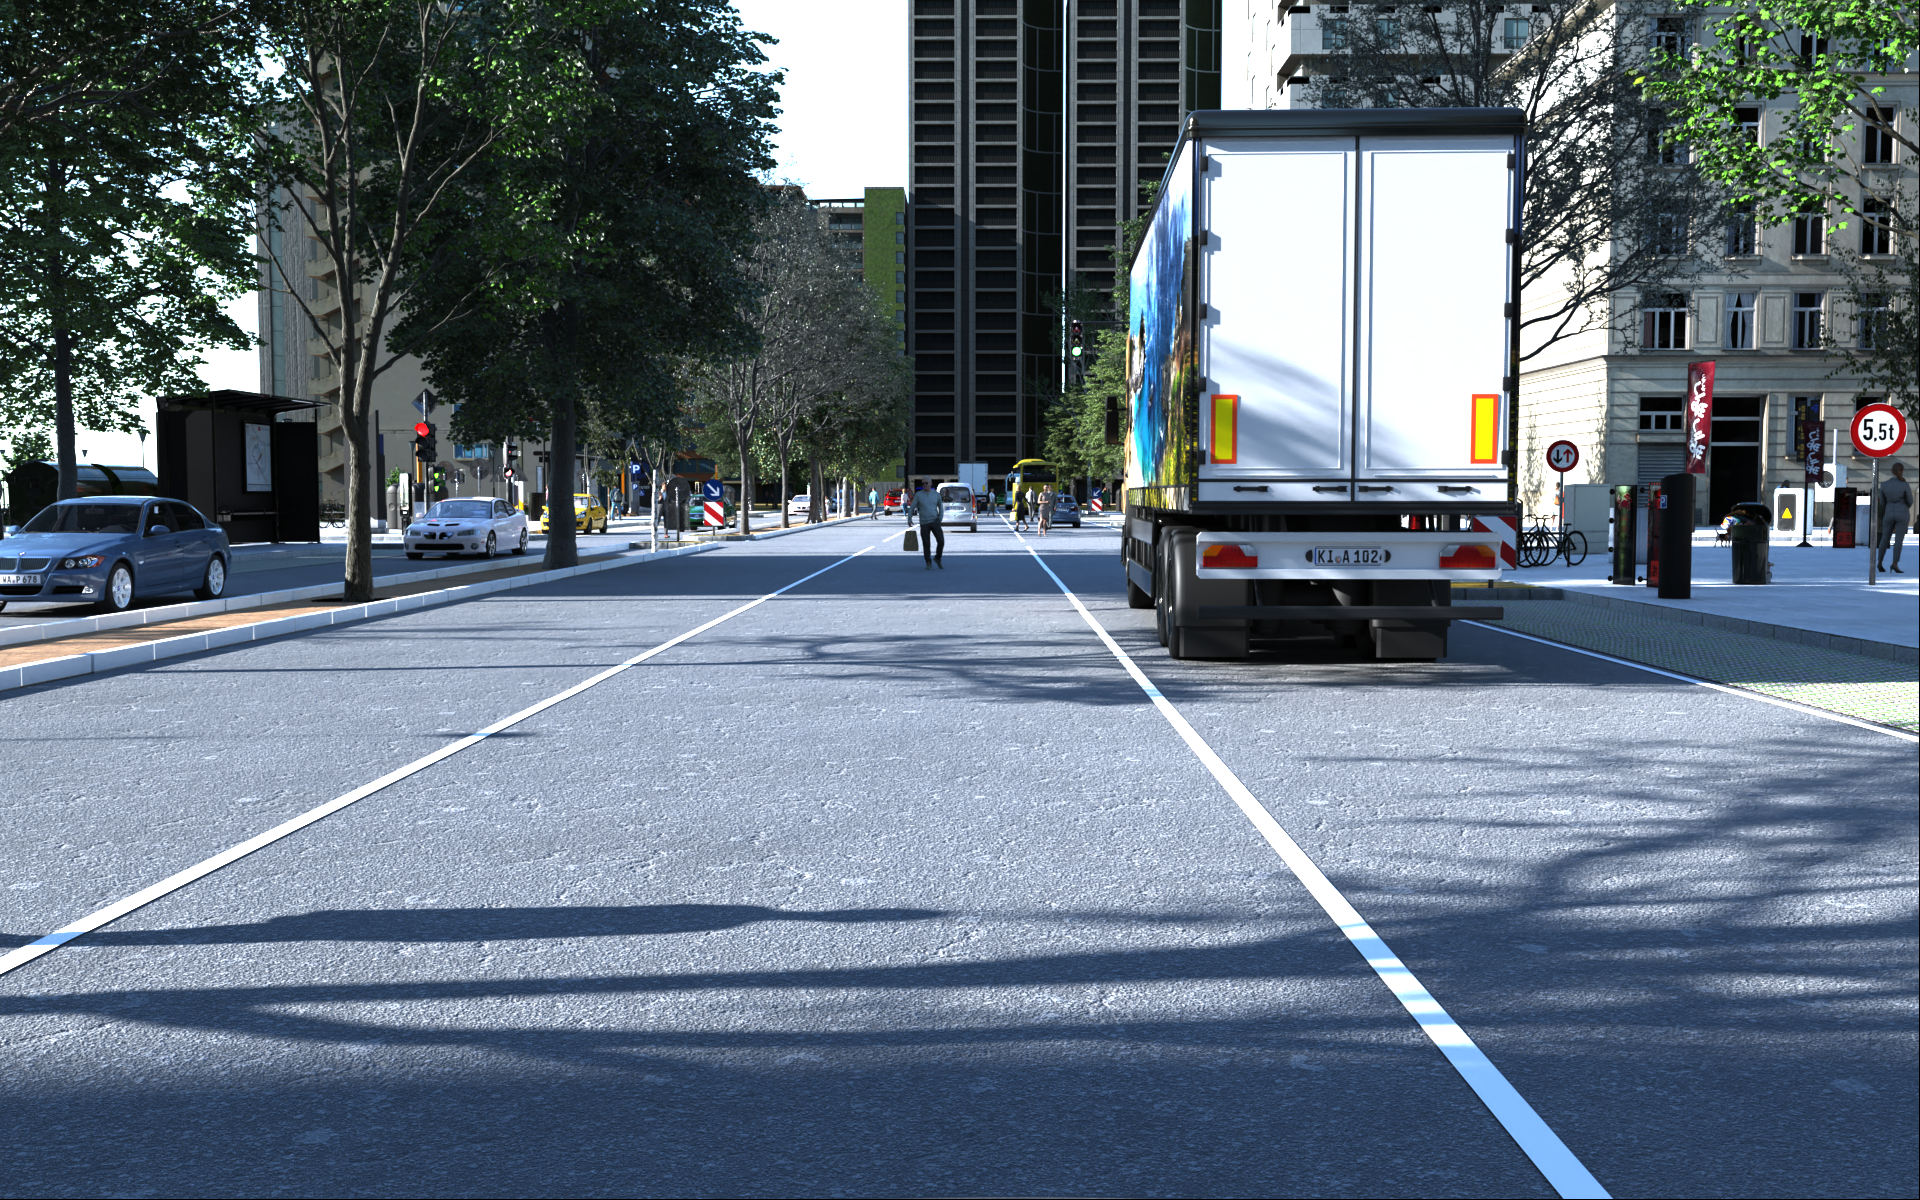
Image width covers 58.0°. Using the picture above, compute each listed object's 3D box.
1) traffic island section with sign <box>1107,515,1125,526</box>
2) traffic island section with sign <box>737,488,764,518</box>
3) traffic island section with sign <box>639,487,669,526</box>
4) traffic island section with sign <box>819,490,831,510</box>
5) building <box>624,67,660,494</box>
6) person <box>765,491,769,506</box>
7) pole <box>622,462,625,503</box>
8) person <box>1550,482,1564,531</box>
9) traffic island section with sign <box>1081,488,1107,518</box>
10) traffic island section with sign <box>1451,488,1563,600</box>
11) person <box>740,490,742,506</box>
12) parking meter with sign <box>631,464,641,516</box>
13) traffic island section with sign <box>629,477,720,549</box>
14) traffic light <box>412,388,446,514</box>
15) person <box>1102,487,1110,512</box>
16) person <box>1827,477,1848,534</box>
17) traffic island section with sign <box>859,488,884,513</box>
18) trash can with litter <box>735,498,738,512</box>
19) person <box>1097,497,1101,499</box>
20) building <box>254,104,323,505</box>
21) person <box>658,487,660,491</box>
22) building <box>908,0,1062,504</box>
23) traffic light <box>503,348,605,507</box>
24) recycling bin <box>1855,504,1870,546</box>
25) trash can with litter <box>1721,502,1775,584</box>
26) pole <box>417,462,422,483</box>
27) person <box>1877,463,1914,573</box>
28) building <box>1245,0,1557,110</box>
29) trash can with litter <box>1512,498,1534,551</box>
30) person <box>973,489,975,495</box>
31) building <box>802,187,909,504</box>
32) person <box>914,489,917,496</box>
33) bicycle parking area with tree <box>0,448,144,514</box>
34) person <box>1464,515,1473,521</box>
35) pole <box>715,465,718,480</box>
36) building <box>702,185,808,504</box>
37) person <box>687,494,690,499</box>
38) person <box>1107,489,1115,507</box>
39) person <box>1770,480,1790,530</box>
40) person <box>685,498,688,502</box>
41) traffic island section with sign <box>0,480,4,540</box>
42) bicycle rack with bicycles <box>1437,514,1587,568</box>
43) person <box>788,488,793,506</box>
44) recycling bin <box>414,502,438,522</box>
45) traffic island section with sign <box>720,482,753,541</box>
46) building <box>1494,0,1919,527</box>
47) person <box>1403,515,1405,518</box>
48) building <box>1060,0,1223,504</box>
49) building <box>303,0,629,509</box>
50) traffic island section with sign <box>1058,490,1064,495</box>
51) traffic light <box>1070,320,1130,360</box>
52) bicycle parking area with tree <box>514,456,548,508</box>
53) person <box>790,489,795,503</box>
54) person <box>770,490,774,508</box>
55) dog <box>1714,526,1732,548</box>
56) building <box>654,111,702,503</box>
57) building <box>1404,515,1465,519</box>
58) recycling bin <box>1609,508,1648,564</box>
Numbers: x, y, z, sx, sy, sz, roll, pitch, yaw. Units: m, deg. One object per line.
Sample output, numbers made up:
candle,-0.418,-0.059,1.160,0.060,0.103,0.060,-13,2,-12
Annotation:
traffic island section with sign,7.823,-4.262,78.309,1.989,1.847,2.006,0,4,1
traffic island section with sign,-13.043,-5.940,105.747,1.989,1.847,2.006,0,4,1
traffic island section with sign,-13.390,-4.279,78.593,1.989,1.847,2.006,0,4,1
traffic island section with sign,-12.391,-9.027,156.225,1.989,1.847,2.006,0,4,1
building,-35.827,-29.015,157.983,14.154,41.232,14.086,0,4,1
person,-21.484,-11.360,193.245,0.593,1.643,0.415,3,5,41
pole,-20.463,-6.813,105.239,0.158,3.312,0.155,0,3,0
person,20.571,-3.215,59.617,0.512,1.701,0.522,2,4,27
traffic island section with sign,8.192,-5.943,105.794,1.989,1.847,2.006,0,4,1
traffic island section with sign,7.122,-0.953,24.214,1.989,1.847,2.006,0,4,1
person,-23.846,-11.143,189.164,0.436,1.711,0.756,1,4,9
parking meter with sign,-18.969,-6.416,101.159,0.543,3.016,1.738,0,4,-6
traffic island section with sign,-7.625,-2.326,46.161,2.006,1.907,1.989,0,4,1
traffic light,-14.104,-3.483,45.876,0.839,4.253,0.868,0,4,1
person,10.587,-7.336,126.225,0.600,1.795,0.529,-1,4,-13
person,27.977,-2.995,54.976,0.622,1.834,0.822,0,4,-2
traffic island section with sign,-6.554,-7.374,128.700,2.006,1.907,1.989,0,4,1
trash can with litter,-16.546,-7.063,126.861,0.624,1.170,1.055,-2,4,-31
person,10.538,-7.600,130.855,0.434,1.755,0.990,0,4,6
building,-65.119,-30.631,184.409,14.086,41.232,14.154,0,4,1
person,-23.531,-7.922,135.532,0.705,1.831,1.348,-3,5,-43
building,3.647,-48.718,234.794,20.611,71.187,20.563,0,4,1
traffic light,-11.908,-4.844,53.868,4.771,5.953,1.251,0,4,1
recycling bin,22.371,-1.856,42.899,0.722,1.027,0.722,-3,5,-43
trash can with litter,11.324,-0.823,24.845,0.624,1.170,1.055,2,4,32
pole,-20.349,-4.368,65.256,0.158,3.312,0.155,0,3,0
person,15.251,-1.340,28.222,0.520,1.790,0.573,2,4,34
building,39.249,-34.046,145.892,28.713,52.752,27.495,0,4,1
trash can with litter,12.158,-1.737,39.453,2.233,1.210,1.678,-1,4,-12
person,1.109,-8.240,143.188,0.705,1.831,1.348,-2,4,-25
building,-14.025,-33.582,232.665,14.086,41.232,14.154,0,4,1
person,-3.648,-8.127,141.336,0.705,1.831,1.348,0,4,4
bicycle parking area with tree,-58.736,-7.578,110.903,8.231,4.147,9.016,1,4,12
person,16.360,-2.737,55.460,0.373,1.253,0.362,3,5,40
pole,-16.912,-7.734,120.300,0.158,3.312,0.155,0,3,0
building,-35.440,-35.644,237.400,28.867,44.769,22.147,0,4,1
person,-26.591,-10.014,169.635,0.599,1.838,0.709,3,5,42
person,14.790,-10.146,172.010,1.350,1.814,0.705,-2,4,-35
person,29.461,-3.416,62.157,0.793,1.790,0.793,0,4,7
person,-31.256,-11.704,197.955,0.990,1.755,0.434,1,4,19
traffic island section with sign,-14.102,-0.963,24.369,1.989,1.847,2.006,0,4,1
bicycle rack with bicycles,9.852,-1.079,31.017,2.925,0.926,2.852,-1,4,-9
person,-15.577,-9.291,158.027,0.705,1.814,1.350,-2,4,-24
recycling bin,-17.293,-2.672,56.242,0.722,1.027,0.722,0,4,-6
traffic island section with sign,-7.519,-2.779,53.567,2.006,1.907,1.989,0,4,1
building,39.500,-14.732,74.151,30.059,22.955,16.112,0,4,1
person,22.888,-5.228,91.737,0.699,1.804,1.509,-1,4,-16
building,24.881,-48.749,235.296,20.611,71.187,20.563,0,4,1
building,-39.788,-31.569,139.849,21.300,48.544,21.600,0,4,1
traffic island section with sign,8.826,-8.980,155.458,1.989,1.847,2.006,0,4,1
traffic light,5.263,-4.332,45.500,4.771,5.953,1.251,0,4,1
bicycle parking area with tree,-28.938,-7.757,113.822,9.016,4.147,8.231,3,5,40
person,-19.113,-11.619,196.012,1.348,1.824,0.705,-3,5,-39
person,-16.405,-8.793,151.271,0.415,1.643,0.593,-1,4,-20
dog,18.366,-1.517,41.626,0.540,0.507,0.406,3,4,36
building,-43.381,-32.082,179.161,28.867,44.769,22.147,0,4,1
building,29.486,-15.752,108.451,10.553,20.767,40.483,0,4,1
recycling bin,12.407,-1.183,31.895,0.722,1.027,0.722,0,4,7
